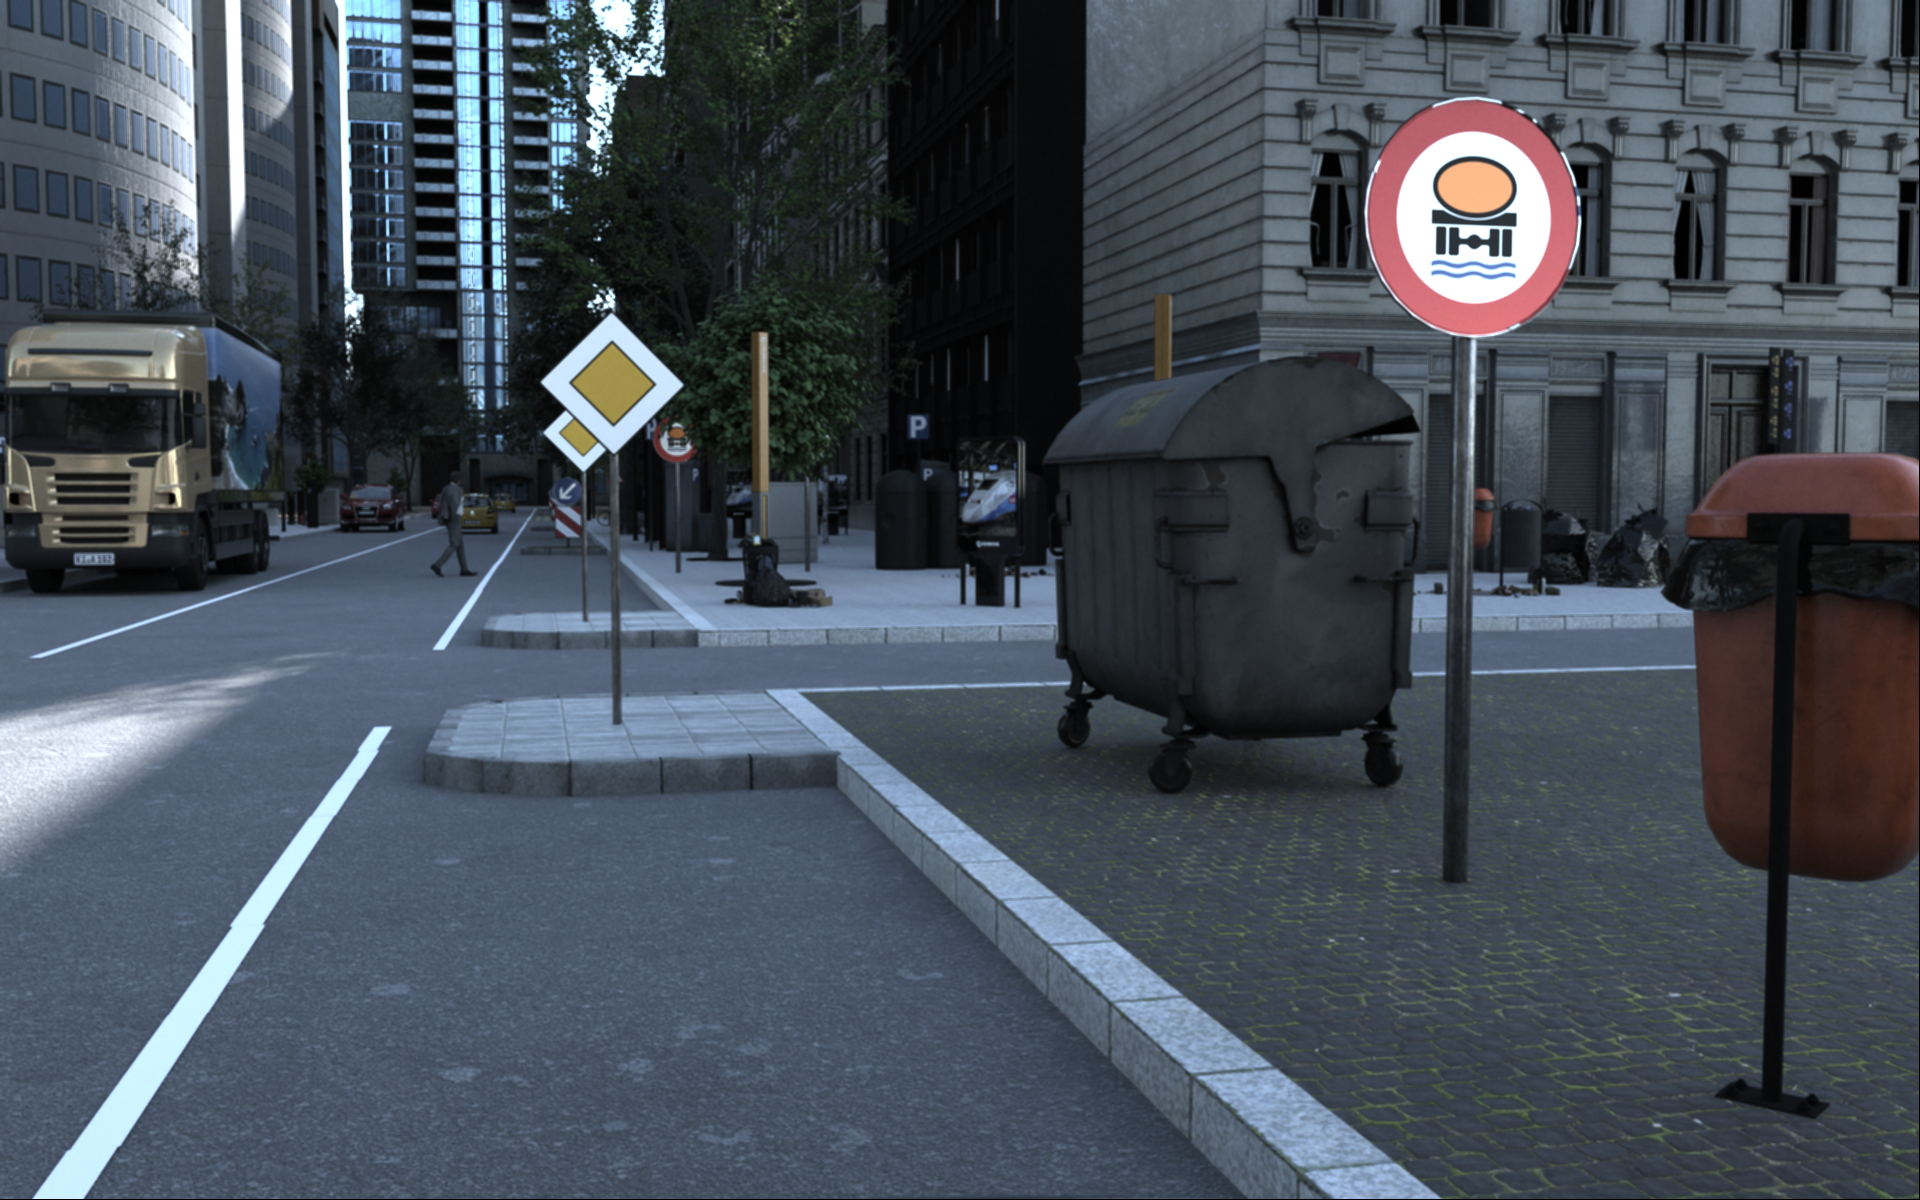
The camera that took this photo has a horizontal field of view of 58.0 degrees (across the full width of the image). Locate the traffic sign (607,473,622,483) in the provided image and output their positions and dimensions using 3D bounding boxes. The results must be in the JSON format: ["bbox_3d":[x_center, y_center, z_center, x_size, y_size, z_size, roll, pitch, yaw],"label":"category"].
[{"bbox_3d":[-17.046,-5.253,85.883,0.884,2.594,0.081,-1,4,-12],"label":"traffic sign"}]

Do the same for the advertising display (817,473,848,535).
[{"bbox_3d":[-3.978,-2.988,54.068,0.974,1.923,0.123,0,4,-8],"label":"advertising display"}]

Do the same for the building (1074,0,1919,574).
[{"bbox_3d":[12.218,-11.249,33.067,18.267,20.994,9.793,-1,4,-13],"label":"building"}]

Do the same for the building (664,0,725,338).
[{"bbox_3d":[-11.511,-31.299,135.440,21.300,48.544,21.600,-1,4,-13],"label":"building"}]

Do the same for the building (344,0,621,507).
[{"bbox_3d":[-53.319,-53.480,187.064,31.000,86.520,22.319,-1,4,-13],"label":"building"}]

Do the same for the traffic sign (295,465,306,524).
[{"bbox_3d":[-28.443,-4.588,75.119,0.768,2.556,0.104,0,4,-6],"label":"traffic sign"}]

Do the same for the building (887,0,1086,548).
[{"bbox_3d":[5.486,-13.443,49.463,12.332,23.373,15.834,-1,4,-13],"label":"building"}]

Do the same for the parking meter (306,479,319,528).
[{"bbox_3d":[-24.676,-3.686,65.974,0.399,1.863,0.255,2,4,25],"label":"parking meter"}]

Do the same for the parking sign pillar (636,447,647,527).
[{"bbox_3d":[-12.174,-4.825,67.358,1.447,3.967,1.447,0,4,-4],"label":"parking sign pillar"}]

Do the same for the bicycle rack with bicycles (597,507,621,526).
[{"bbox_3d":[-13.176,-3.502,70.640,2.925,0.926,2.852,0,4,-4],"label":"bicycle rack with bicycles"}]

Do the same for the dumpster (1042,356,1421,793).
[{"bbox_3d":[1.237,-0.147,8.167,1.264,1.857,1.865,-1,4,-14],"label":"dumpster"}]

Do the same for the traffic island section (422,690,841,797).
[{"bbox_3d":[-1.893,0.771,9.673,2.009,0.180,2.903,-1,4,-13],"label":"traffic island section"}]

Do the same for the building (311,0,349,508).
[{"bbox_3d":[-59.161,-30.153,143.106,14.200,45.320,14.600,-1,4,-13],"label":"building"}]

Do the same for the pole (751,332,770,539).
[{"bbox_3d":[-2.524,-1.717,21.922,0.158,3.312,0.155,0,3,0],"label":"pole"}]

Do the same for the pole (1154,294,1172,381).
[{"bbox_3d":[2.083,-1.466,17.814,0.158,3.312,0.155,0,3,0],"label":"pole"}]

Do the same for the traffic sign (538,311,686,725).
[{"bbox_3d":[-1.914,-0.364,9.591,0.795,2.450,0.064,-1,4,-13],"label":"traffic sign"}]

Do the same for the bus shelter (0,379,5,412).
[{"bbox_3d":[-16.177,-2.026,27.055,2.014,3.302,5.546,-1,4,-13],"label":"bus shelter"}]

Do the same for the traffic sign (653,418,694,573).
[{"bbox_3d":[-4.584,-1.713,28.122,0.768,2.556,0.104,0,4,-4],"label":"traffic sign"}]

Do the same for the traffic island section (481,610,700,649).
[{"bbox_3d":[-3.749,0.296,17.441,2.009,0.180,2.903,-1,4,-13],"label":"traffic island section"}]

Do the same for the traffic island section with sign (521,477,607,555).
[{"bbox_3d":[-9.518,-2.012,41.523,1.989,1.847,2.006,-1,4,-13],"label":"traffic island section with sign"}]

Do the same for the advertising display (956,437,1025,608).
[{"bbox_3d":[0.344,-0.892,19.800,0.974,1.923,0.123,3,5,44],"label":"advertising display"}]

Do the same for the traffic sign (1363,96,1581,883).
[{"bbox_3d":[1.644,-0.340,5.672,0.768,2.556,0.104,-1,4,-13],"label":"traffic sign"}]

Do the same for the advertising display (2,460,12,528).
[{"bbox_3d":[-18.109,-1.726,33.431,0.123,1.923,0.974,0,4,4],"label":"advertising display"}]

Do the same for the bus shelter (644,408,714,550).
[{"bbox_3d":[-7.114,-3.145,42.700,1.731,3.624,6.357,-1,4,-13],"label":"bus shelter"}]

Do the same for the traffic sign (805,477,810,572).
[{"bbox_3d":[-2.520,-1.741,28.572,0.768,2.556,0.104,-1,4,-13],"label":"traffic sign"}]

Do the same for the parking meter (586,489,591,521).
[{"bbox_3d":[-18.120,-4.628,84.081,0.372,1.533,0.369,0,3,0],"label":"parking meter"}]

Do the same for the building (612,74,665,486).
[{"bbox_3d":[-30.401,-32.999,189.647,14.200,45.320,14.600,-1,4,-13],"label":"building"}]

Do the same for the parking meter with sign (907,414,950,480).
[{"bbox_3d":[-0.532,-2.591,38.623,0.543,3.016,1.738,2,4,26],"label":"parking meter with sign"}]

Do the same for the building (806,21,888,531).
[{"bbox_3d":[0.150,-12.337,66.342,10.561,19.102,19.286,-1,4,-13],"label":"building"}]

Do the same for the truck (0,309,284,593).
[{"bbox_3d":[-13.231,-2.434,28.706,2.839,4.237,11.283,-1,4,-14],"label":"truck"}]

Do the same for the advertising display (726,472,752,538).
[{"bbox_3d":[-6.382,-2.744,50.074,0.974,1.923,0.123,1,4,21],"label":"advertising display"}]

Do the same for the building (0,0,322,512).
[{"bbox_3d":[-58.058,-35.420,121.113,21.231,58.520,28.212,-1,4,-13],"label":"building"}]

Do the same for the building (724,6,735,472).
[{"bbox_3d":[-6.515,-41.314,113.729,20.563,71.187,20.611,-1,4,-13],"label":"building"}]

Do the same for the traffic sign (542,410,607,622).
[{"bbox_3d":[-3.770,-0.839,17.358,0.795,2.450,0.064,-1,4,-13],"label":"traffic sign"}]

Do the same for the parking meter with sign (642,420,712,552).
[{"bbox_3d":[-6.170,-2.584,38.514,1.738,3.016,0.543,1,4,22],"label":"parking meter with sign"}]

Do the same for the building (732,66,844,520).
[{"bbox_3d":[-5.275,-14.419,84.897,9.793,20.994,18.267,-1,4,-13],"label":"building"}]

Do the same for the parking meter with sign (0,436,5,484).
[{"bbox_3d":[-29.525,-3.407,51.967,1.738,3.016,0.543,0,4,2],"label":"parking meter with sign"}]
